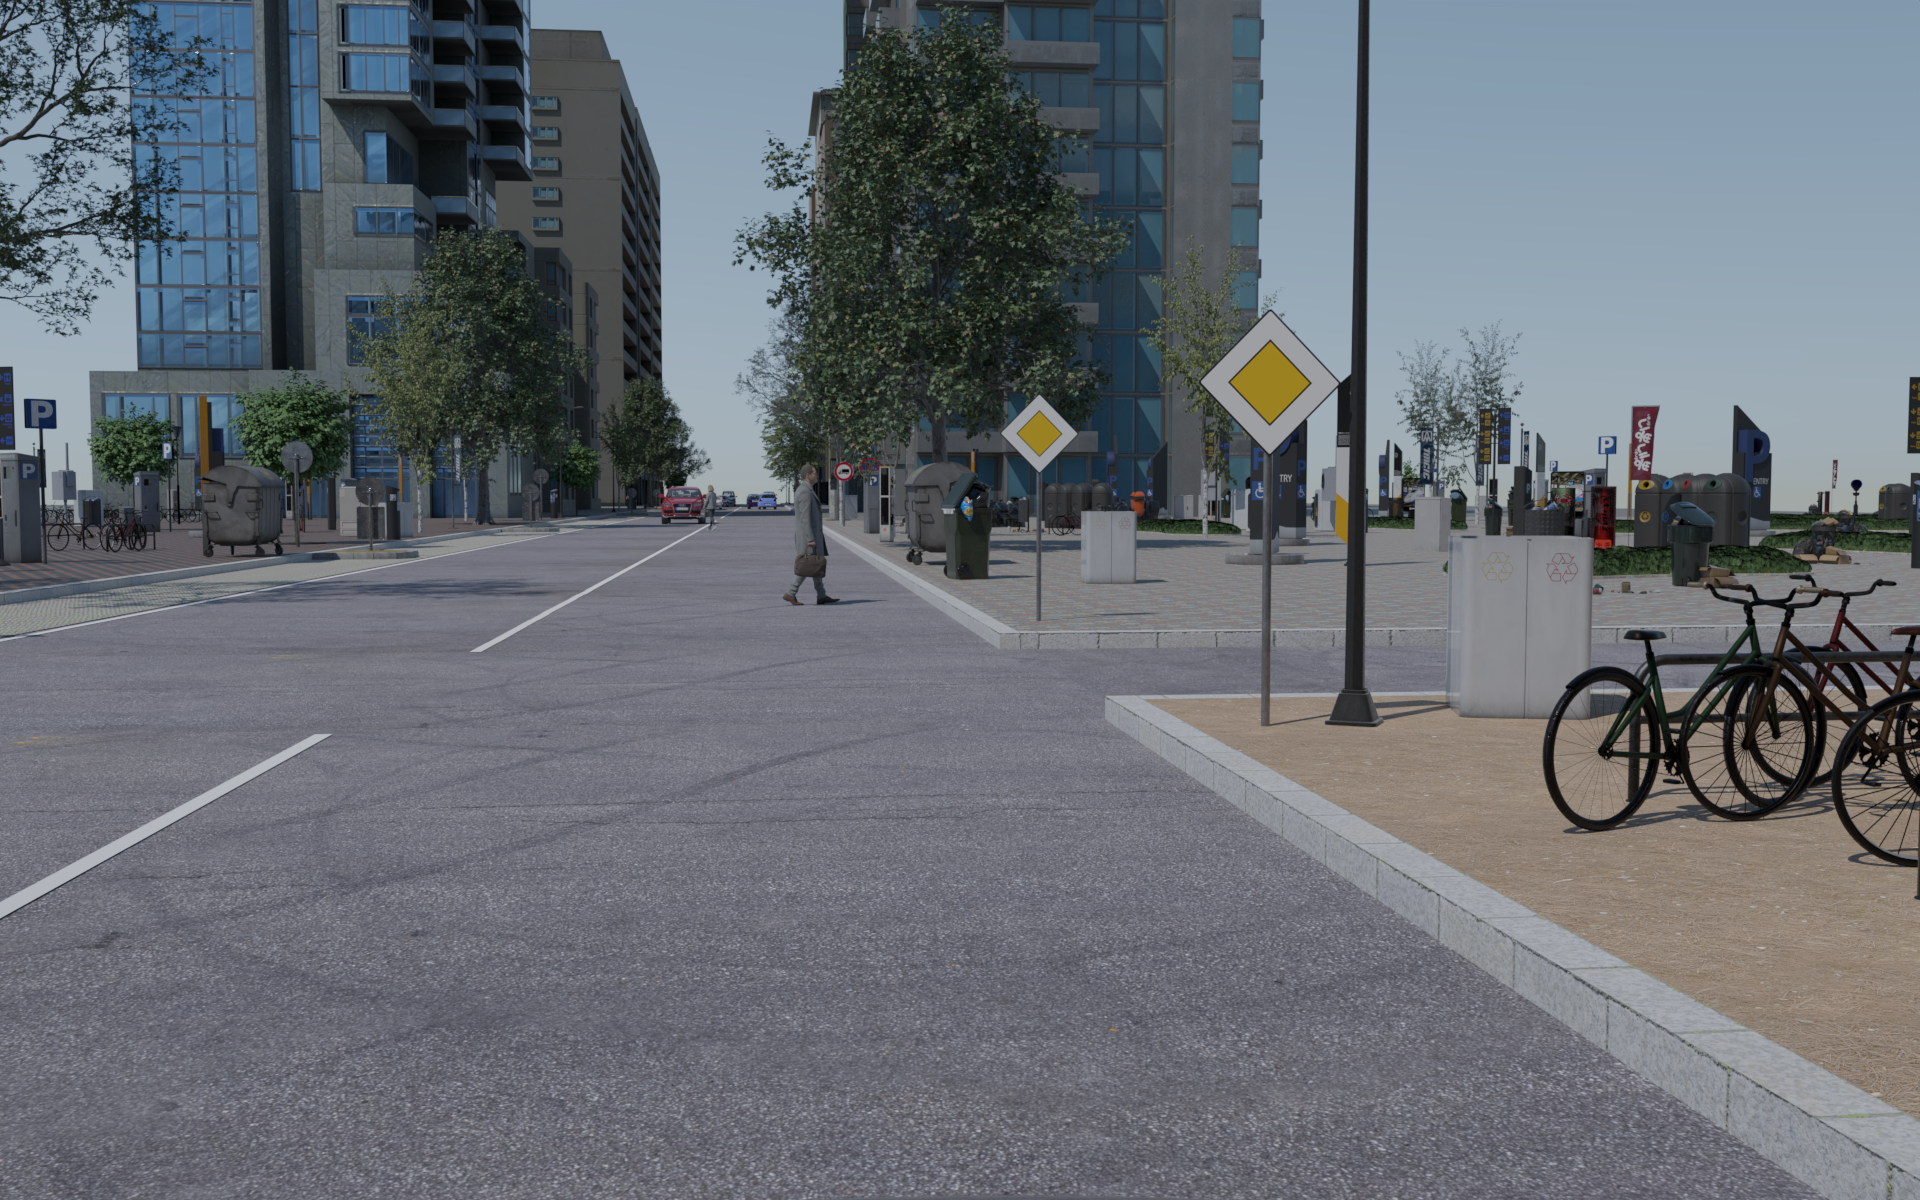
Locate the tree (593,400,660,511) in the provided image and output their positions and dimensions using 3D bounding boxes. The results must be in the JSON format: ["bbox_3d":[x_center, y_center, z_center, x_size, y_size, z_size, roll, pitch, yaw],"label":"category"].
[{"bbox_3d":[-25.985,-11.172,133.025,4.737,8.622,4.395,0,3,0],"label":"tree"}]

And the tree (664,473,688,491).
[{"bbox_3d":[-35.289,-14.105,214.329,4.285,4.588,4.351,0,3,0],"label":"tree"}]

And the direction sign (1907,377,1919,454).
[{"bbox_3d":[18.762,-2.540,33.519,0.876,3.537,0.379,0,4,-1],"label":"direction sign"}]

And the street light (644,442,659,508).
[{"bbox_3d":[-27.672,-11.161,155.027,1.470,5.913,1.316,0,4,-6],"label":"street light"}]

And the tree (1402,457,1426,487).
[{"bbox_3d":[23.037,-5.778,89.065,1.663,3.219,1.824,0,3,0],"label":"tree"}]

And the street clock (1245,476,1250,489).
[{"bbox_3d":[11.754,-3.998,69.931,0.471,2.002,0.358,0,4,4],"label":"street clock"}]

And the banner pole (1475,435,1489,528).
[{"bbox_3d":[19.506,-4.561,64.586,0.863,3.779,0.401,-2,4,-31],"label":"banner pole"}]

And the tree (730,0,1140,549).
[{"bbox_3d":[-0.503,-7.550,40.449,9.611,12.733,9.660,0,3,0],"label":"tree"}]

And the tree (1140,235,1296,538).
[{"bbox_3d":[7.372,-6.099,50.077,4.737,8.622,4.395,0,3,0],"label":"tree"}]

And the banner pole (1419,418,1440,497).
[{"bbox_3d":[15.507,-4.098,57.025,0.863,3.779,0.401,-1,4,-9],"label":"banner pole"}]

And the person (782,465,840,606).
[{"bbox_3d":[-1.920,-0.841,22.355,0.767,1.812,0.694,-1,4,-9],"label":"person"}]

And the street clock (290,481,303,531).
[{"bbox_3d":[-22.739,-3.354,59.403,0.471,2.002,0.358,-2,4,-32],"label":"street clock"}]

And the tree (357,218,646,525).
[{"bbox_3d":[-20.047,-9.504,72.405,9.611,12.733,9.660,0,3,0],"label":"tree"}]

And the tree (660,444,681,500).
[{"bbox_3d":[-31.603,-14.229,183.004,4.737,8.622,4.395,0,3,0],"label":"tree"}]

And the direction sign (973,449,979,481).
[{"bbox_3d":[0.785,-5.782,86.529,0.379,3.537,0.876,1,4,17],"label":"direction sign"}]

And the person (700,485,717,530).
[{"bbox_3d":[-9.973,-3.693,69.065,0.728,1.800,0.709,3,5,44],"label":"person"}]

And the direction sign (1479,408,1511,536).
[{"bbox_3d":[14.085,-3.283,45.671,0.876,3.537,0.379,3,5,43],"label":"direction sign"}]

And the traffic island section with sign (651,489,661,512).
[{"bbox_3d":[-24.813,-8.161,142.067,1.989,1.847,2.006,0,4,-6],"label":"traffic island section with sign"}]

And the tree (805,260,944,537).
[{"bbox_3d":[-1.887,-6.181,51.419,4.360,8.622,3.978,0,3,0],"label":"tree"}]

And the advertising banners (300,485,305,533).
[{"bbox_3d":[-21.931,-3.769,57.806,0.090,3.025,2.074,-2,4,-24],"label":"advertising banners"}]

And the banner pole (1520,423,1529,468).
[{"bbox_3d":[19.706,-4.313,60.527,0.401,3.779,0.863,0,4,-5],"label":"banner pole"}]

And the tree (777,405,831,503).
[{"bbox_3d":[-10.670,-10.484,121.779,4.737,8.622,4.395,0,3,0],"label":"tree"}]

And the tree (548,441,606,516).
[{"bbox_3d":[-22.324,-7.185,101.183,4.285,4.588,4.351,0,3,0],"label":"tree"}]

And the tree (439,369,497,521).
[{"bbox_3d":[-23.455,-8.040,81.816,4.360,8.622,3.978,0,3,0],"label":"tree"}]

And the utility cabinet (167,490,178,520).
[{"bbox_3d":[-39.270,-4.758,86.472,0.318,1.500,1.173,-1,4,-11],"label":"utility cabinet"}]

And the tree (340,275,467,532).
[{"bbox_3d":[-18.183,-6.552,57.482,4.737,8.622,4.395,0,3,0],"label":"tree"}]

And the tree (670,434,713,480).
[{"bbox_3d":[-39.129,-19.067,246.160,8.767,10.594,7.601,0,4,-3],"label":"tree"}]

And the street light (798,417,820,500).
[{"bbox_3d":[-9.112,-8.100,104.980,1.470,5.913,1.316,0,4,-6],"label":"street light"}]

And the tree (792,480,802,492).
[{"bbox_3d":[-18.301,-12.356,196.618,1.663,3.219,1.824,0,3,0],"label":"tree"}]

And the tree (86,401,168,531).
[{"bbox_3d":[-29.225,-4.751,61.385,4.285,4.588,4.351,0,3,0],"label":"tree"}]

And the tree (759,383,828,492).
[{"bbox_3d":[-16.762,-15.740,175.477,7.486,12.596,7.792,0,3,0],"label":"tree"}]

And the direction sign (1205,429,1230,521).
[{"bbox_3d":[8.979,-4.199,60.643,0.876,3.537,0.379,0,4,7],"label":"direction sign"}]

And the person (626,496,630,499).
[{"bbox_3d":[-32.706,-9.962,171.244,0.599,1.838,0.709,3,5,44],"label":"person"}]

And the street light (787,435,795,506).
[{"bbox_3d":[-12.707,-10.029,136.522,1.470,5.913,1.316,0,4,-6],"label":"street light"}]

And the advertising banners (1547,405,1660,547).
[{"bbox_3d":[12.815,-2.346,34.552,2.074,3.025,0.090,1,4,22],"label":"advertising banners"}]

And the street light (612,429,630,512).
[{"bbox_3d":[-24.167,-9.231,123.474,1.470,5.913,1.316,0,4,-6],"label":"street light"}]

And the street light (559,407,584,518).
[{"bbox_3d":[-20.626,-7.302,91.925,1.470,5.913,1.316,0,4,-6],"label":"street light"}]

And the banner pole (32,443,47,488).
[{"bbox_3d":[-44.892,-5.775,84.444,0.401,3.779,0.863,2,4,25],"label":"banner pole"}]

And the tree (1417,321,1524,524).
[{"bbox_3d":[21.942,-7.529,73.464,4.360,8.622,3.978,0,3,0],"label":"tree"}]

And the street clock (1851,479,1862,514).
[{"bbox_3d":[43.963,-4.918,84.980,0.471,2.002,0.358,1,4,11],"label":"street clock"}]

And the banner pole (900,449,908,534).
[{"bbox_3d":[-1.702,-3.990,55.254,0.401,3.779,0.863,0,4,-3],"label":"banner pole"}]

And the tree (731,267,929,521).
[{"bbox_3d":[-5.742,-10.591,83.538,12.009,13.543,11.850,0,3,0],"label":"tree"}]

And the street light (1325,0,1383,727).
[{"bbox_3d":[1.668,-2.258,9.463,1.470,5.913,1.316,0,4,-6],"label":"street light"}]

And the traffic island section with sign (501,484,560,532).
[{"bbox_3d":[-16.183,-3.469,65.344,1.989,1.847,2.006,0,4,-6],"label":"traffic island section with sign"}]

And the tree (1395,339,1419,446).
[{"bbox_3d":[22.355,-8.036,81.748,4.360,8.622,3.978,0,3,0],"label":"tree"}]

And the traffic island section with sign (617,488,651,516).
[{"bbox_3d":[-21.794,-6.523,115.281,1.989,1.847,2.006,0,4,-6],"label":"traffic island section with sign"}]

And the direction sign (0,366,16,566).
[{"bbox_3d":[-17.197,-2.378,30.882,0.876,3.537,0.379,1,4,16],"label":"direction sign"}]

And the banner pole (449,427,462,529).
[{"bbox_3d":[-18.752,-4.550,64.410,0.863,3.779,0.401,3,5,42],"label":"banner pole"}]

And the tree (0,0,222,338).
[{"bbox_3d":[-13.665,-5.353,21.939,8.767,10.594,7.601,-1,4,-15],"label":"tree"}]

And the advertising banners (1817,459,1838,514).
[{"bbox_3d":[44.344,-5.649,88.555,0.090,3.025,2.074,0,4,2],"label":"advertising banners"}]

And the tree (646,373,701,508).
[{"bbox_3d":[-29.559,-15.145,164.627,9.611,12.733,9.660,0,3,0],"label":"tree"}]

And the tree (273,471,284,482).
[{"bbox_3d":[-27.802,-4.578,69.449,1.663,3.219,1.824,0,3,0],"label":"tree"}]

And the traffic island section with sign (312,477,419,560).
[{"bbox_3d":[-13.177,-1.830,38.556,1.989,1.847,2.006,0,4,-6],"label":"traffic island section with sign"}]

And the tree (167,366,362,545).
[{"bbox_3d":[-17.033,-3.720,44.535,4.285,4.588,4.351,0,3,0],"label":"tree"}]
